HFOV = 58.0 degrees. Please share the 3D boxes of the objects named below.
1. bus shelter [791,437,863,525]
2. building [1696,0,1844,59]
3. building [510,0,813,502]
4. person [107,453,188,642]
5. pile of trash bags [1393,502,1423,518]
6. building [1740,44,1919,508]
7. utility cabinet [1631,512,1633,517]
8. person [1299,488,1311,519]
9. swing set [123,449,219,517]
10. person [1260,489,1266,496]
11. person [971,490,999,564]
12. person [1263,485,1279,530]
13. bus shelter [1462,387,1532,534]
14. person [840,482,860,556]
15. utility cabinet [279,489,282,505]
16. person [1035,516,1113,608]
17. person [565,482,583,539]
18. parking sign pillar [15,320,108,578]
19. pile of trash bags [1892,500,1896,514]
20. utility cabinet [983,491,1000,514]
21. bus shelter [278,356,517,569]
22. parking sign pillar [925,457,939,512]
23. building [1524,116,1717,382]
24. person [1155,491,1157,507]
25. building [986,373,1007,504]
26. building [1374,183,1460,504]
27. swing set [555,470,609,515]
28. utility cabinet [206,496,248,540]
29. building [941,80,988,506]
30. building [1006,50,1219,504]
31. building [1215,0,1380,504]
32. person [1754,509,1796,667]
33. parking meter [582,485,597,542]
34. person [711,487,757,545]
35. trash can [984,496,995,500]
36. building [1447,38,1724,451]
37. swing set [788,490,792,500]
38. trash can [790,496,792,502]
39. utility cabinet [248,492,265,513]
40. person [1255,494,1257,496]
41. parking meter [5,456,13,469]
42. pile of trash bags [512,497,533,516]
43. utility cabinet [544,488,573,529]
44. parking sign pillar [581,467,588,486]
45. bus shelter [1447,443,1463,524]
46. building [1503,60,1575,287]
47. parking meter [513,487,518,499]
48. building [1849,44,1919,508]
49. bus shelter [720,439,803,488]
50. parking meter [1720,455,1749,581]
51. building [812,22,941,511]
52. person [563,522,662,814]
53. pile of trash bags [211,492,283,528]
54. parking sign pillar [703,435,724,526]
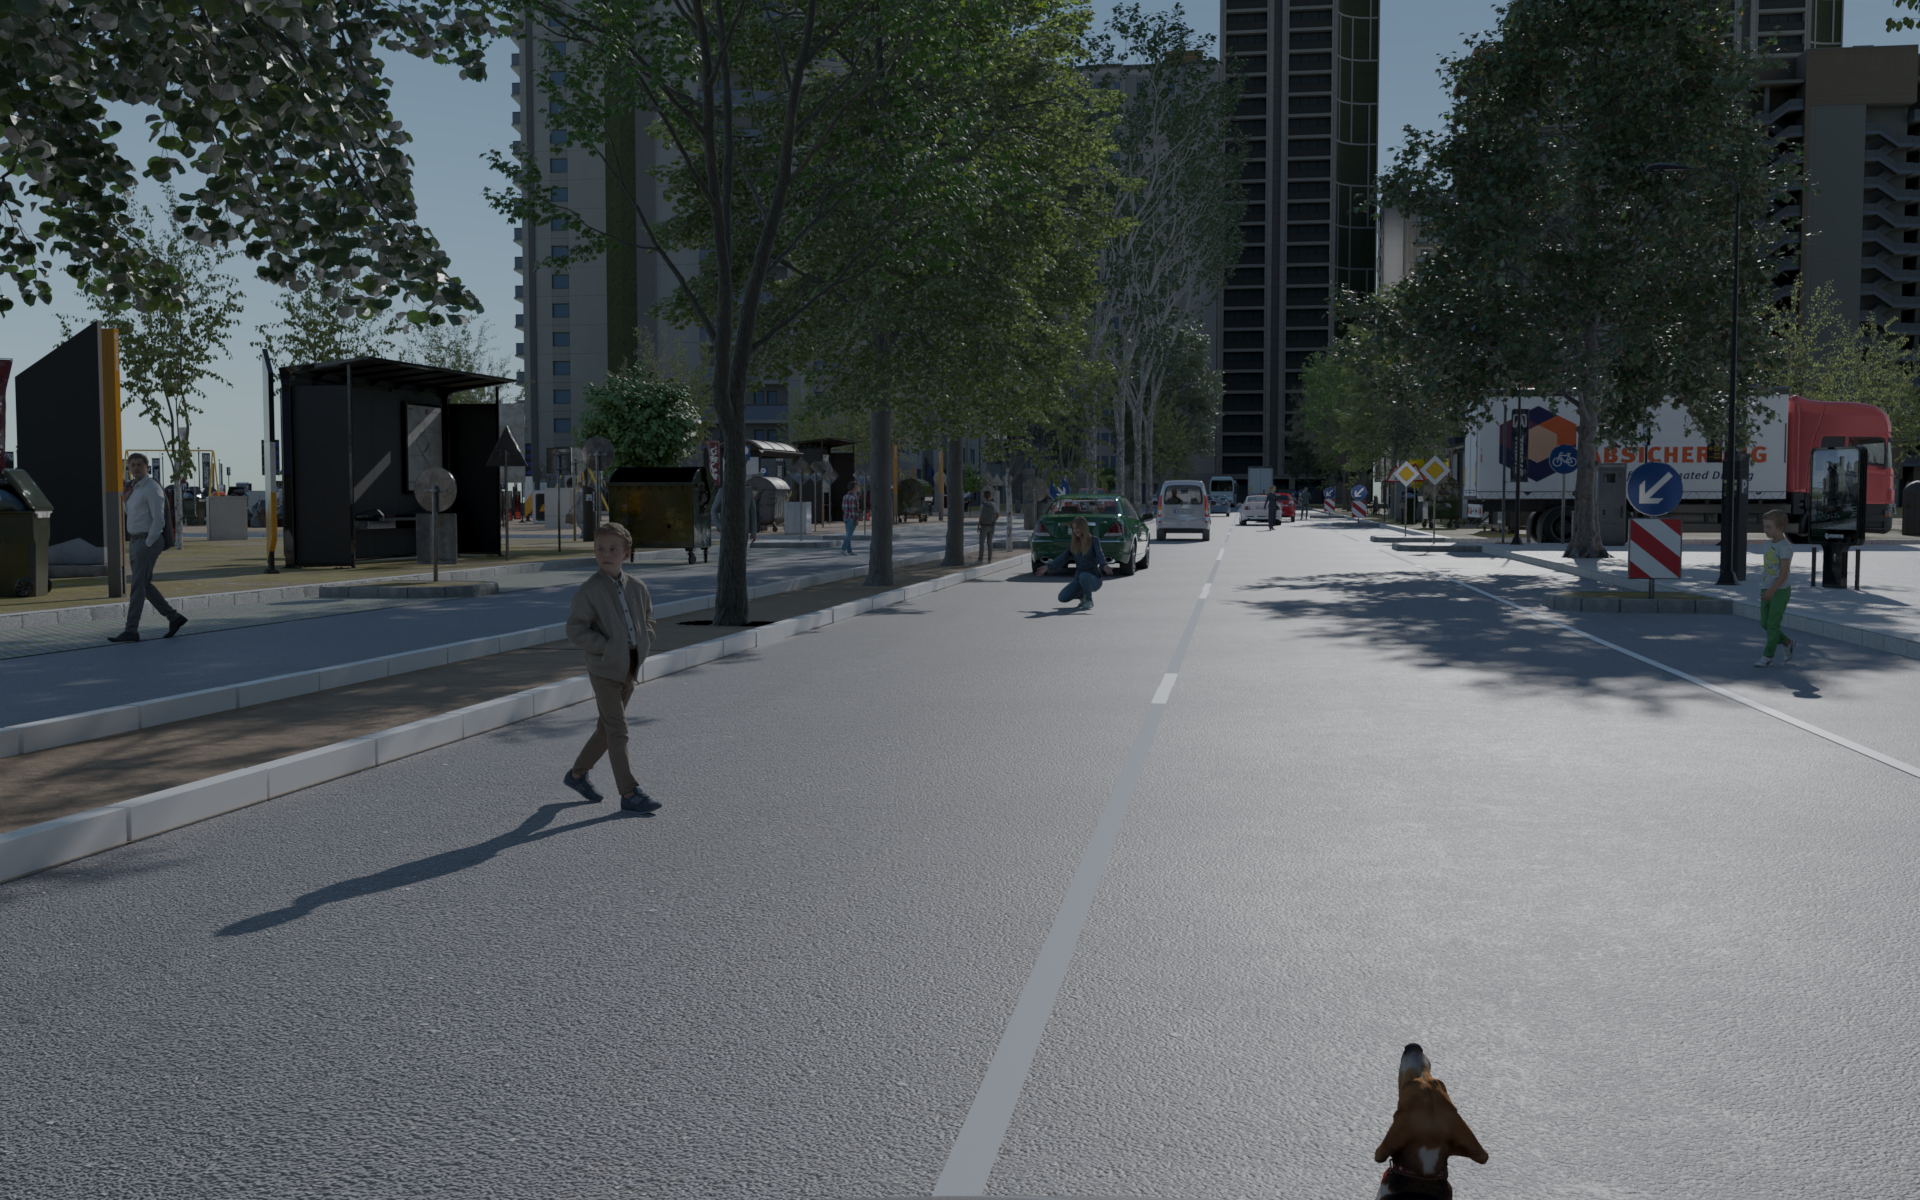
[{"bbox_3d":[-5.712,-5.119,74.974,1.731,3.624,6.357,1,4,9],"label":"bus shelter"},{"bbox_3d":[100.923,-47.934,221.977,20.611,71.187,20.563,1,4,9],"label":"building"},{"bbox_3d":[-32.737,-39.518,188.118,28.212,58.520,21.231,1,4,9],"label":"building"},{"bbox_3d":[-7.980,-0.510,16.941,0.679,1.850,0.850,3,4,37],"label":"person"},{"bbox_3d":[23.633,-4.910,90.035,1.912,1.369,3.447,1,4,9],"label":"pile of trash bags"},{"bbox_3d":[83.900,-31.900,171.680,14.200,45.320,14.600,1,4,9],"label":"building"},{"bbox_3d":[25.635,-3.455,65.170,1.173,1.500,0.318,2,4,34],"label":"utility cabinet"},{"bbox_3d":[19.520,-5.463,97.998,0.661,1.801,0.590,0,4,3],"label":"person"},{"bbox_3d":[-27.671,-3.879,61.037,3.119,2.851,2.862,-1,4,-13],"label":"swing set"},{"bbox_3d":[25.359,-8.324,144.602,1.348,1.823,0.705,1,4,14],"label":"person"},{"bbox_3d":[0.522,-1.469,35.107,0.523,1.515,0.503,2,4,29],"label":"person"},{"bbox_3d":[12.382,-3.669,68.908,0.576,1.772,0.534,-3,5,-45],"label":"person"},{"bbox_3d":[19.041,-5.006,59.474,2.179,5.291,8.768,1,4,9],"label":"bus shelter"},{"bbox_3d":[-2.574,-1.894,40.303,0.643,1.720,0.563,-2,4,-29],"label":"person"},{"bbox_3d":[-39.194,-5.591,100.087,0.318,1.500,1.173,-2,4,-34],"label":"utility cabinet"},{"bbox_3d":[1.569,-0.478,21.815,1.012,1.151,0.738,3,5,39],"label":"person"},{"bbox_3d":[-11.905,-2.793,54.292,0.853,1.813,0.709,1,4,18],"label":"person"},{"bbox_3d":[-13.984,-2.361,27.074,1.447,3.967,1.447,0,4,-1],"label":"parking sign pillar"},{"bbox_3d":[57.938,-6.161,110.482,3.447,1.369,1.912,3,5,41],"label":"pile of trash bags"},{"bbox_3d":[2.061,-6.362,112.695,1.173,1.500,0.318,3,5,44],"label":"utility cabinet"},{"bbox_3d":[-10.427,-2.534,32.715,1.731,3.624,6.357,1,4,9],"label":"bus shelter"},{"bbox_3d":[-2.220,-8.425,126.224,1.447,3.967,1.447,1,4,13],"label":"parking sign pillar"},{"bbox_3d":[50.579,-22.148,133.814,14.160,30.474,14.107,1,4,9],"label":"building"},{"bbox_3d":[21.471,-10.987,188.872,1.217,1.736,0.721,0,4,6],"label":"person"},{"bbox_3d":[-5.952,-40.052,244.092,27.495,52.752,28.713,1,4,9],"label":"building"},{"bbox_3d":[61.878,-33.179,226.077,14.086,41.232,14.154,1,4,9],"label":"building"},{"bbox_3d":[-19.445,-5.520,87.871,2.862,2.851,3.119,0,4,6],"label":"swing set"},{"bbox_3d":[-20.457,-2.273,48.332,1.020,1.237,0.306,-3,5,-39],"label":"utility cabinet"},{"bbox_3d":[-8.554,-45.551,183.004,20.611,71.187,20.563,1,4,9],"label":"building"},{"bbox_3d":[20.837,-42.397,235.186,28.212,58.520,21.231,1,4,9],"label":"building"},{"bbox_3d":[44.875,-48.458,230.543,20.611,71.187,20.563,1,4,9],"label":"building"},{"bbox_3d":[6.830,-0.105,14.461,0.590,1.304,0.306,-2,4,-32],"label":"person"},{"bbox_3d":[-10.005,-2.347,46.778,0.372,1.533,0.369,0,3,0],"label":"parking meter"},{"bbox_3d":[-3.192,-0.974,24.532,0.635,1.810,0.391,-2,4,-28],"label":"person"},{"bbox_3d":[2.363,-7.210,129.531,0.748,1.137,0.748,0,3,0],"label":"trash can"},{"bbox_3d":[59.640,-31.408,168.148,22.147,44.769,28.867,1,4,9],"label":"building"},{"bbox_3d":[-7.637,-5.611,89.360,2.862,2.851,3.119,0,4,6],"label":"swing set"},{"bbox_3d":[-11.654,-6.766,122.272,0.748,1.137,0.748,0,3,0],"label":"trash can"},{"bbox_3d":[-44.231,-6.148,109.204,1.173,1.500,0.318,-1,4,-10],"label":"utility cabinet"},{"bbox_3d":[22.374,-7.306,131.182,0.991,1.433,0.599,0,4,-1],"label":"person"},{"bbox_3d":[-14.195,-1.220,25.657,0.399,1.863,0.255,3,5,41],"label":"parking meter"},{"bbox_3d":[-25.473,-5.709,103.096,3.447,1.369,1.912,1,4,22],"label":"pile of trash bags"},{"bbox_3d":[-14.477,-3.306,62.732,1.173,1.500,0.318,2,4,26],"label":"utility cabinet"},{"bbox_3d":[-21.822,-6.848,100.430,1.447,3.967,1.447,-1,4,-14],"label":"parking sign pillar"},{"bbox_3d":[21.959,-5.864,73.515,2.179,5.291,8.768,1,4,10],"label":"bus shelter"},{"bbox_3d":[52.950,-28.381,147.630,14.154,41.232,14.086,1,4,9],"label":"building"},{"bbox_3d":[-33.524,-7.640,130.629,0.399,1.863,0.255,0,4,-8],"label":"parking meter"},{"bbox_3d":[97.987,-31.788,169.840,14.200,45.320,14.600,1,4,9],"label":"building"},{"bbox_3d":[-7.559,-4.360,65.207,2.014,3.302,5.546,1,4,9],"label":"bus shelter"},{"bbox_3d":[11.434,-1.215,25.573,0.399,1.863,0.255,-3,5,-43],"label":"parking meter"},{"bbox_3d":[-14.362,-36.947,146.089,21.231,58.520,28.212,1,4,9],"label":"building"},{"bbox_3d":[-1.582,0.296,7.936,0.640,1.303,0.475,2,4,29],"label":"person"},{"bbox_3d":[-27.130,-3.447,66.114,1.912,1.369,3.447,2,4,24],"label":"pile of trash bags"},{"bbox_3d":[-9.691,-4.983,69.949,1.447,3.967,1.447,0,4,-6],"label":"parking sign pillar"}]
